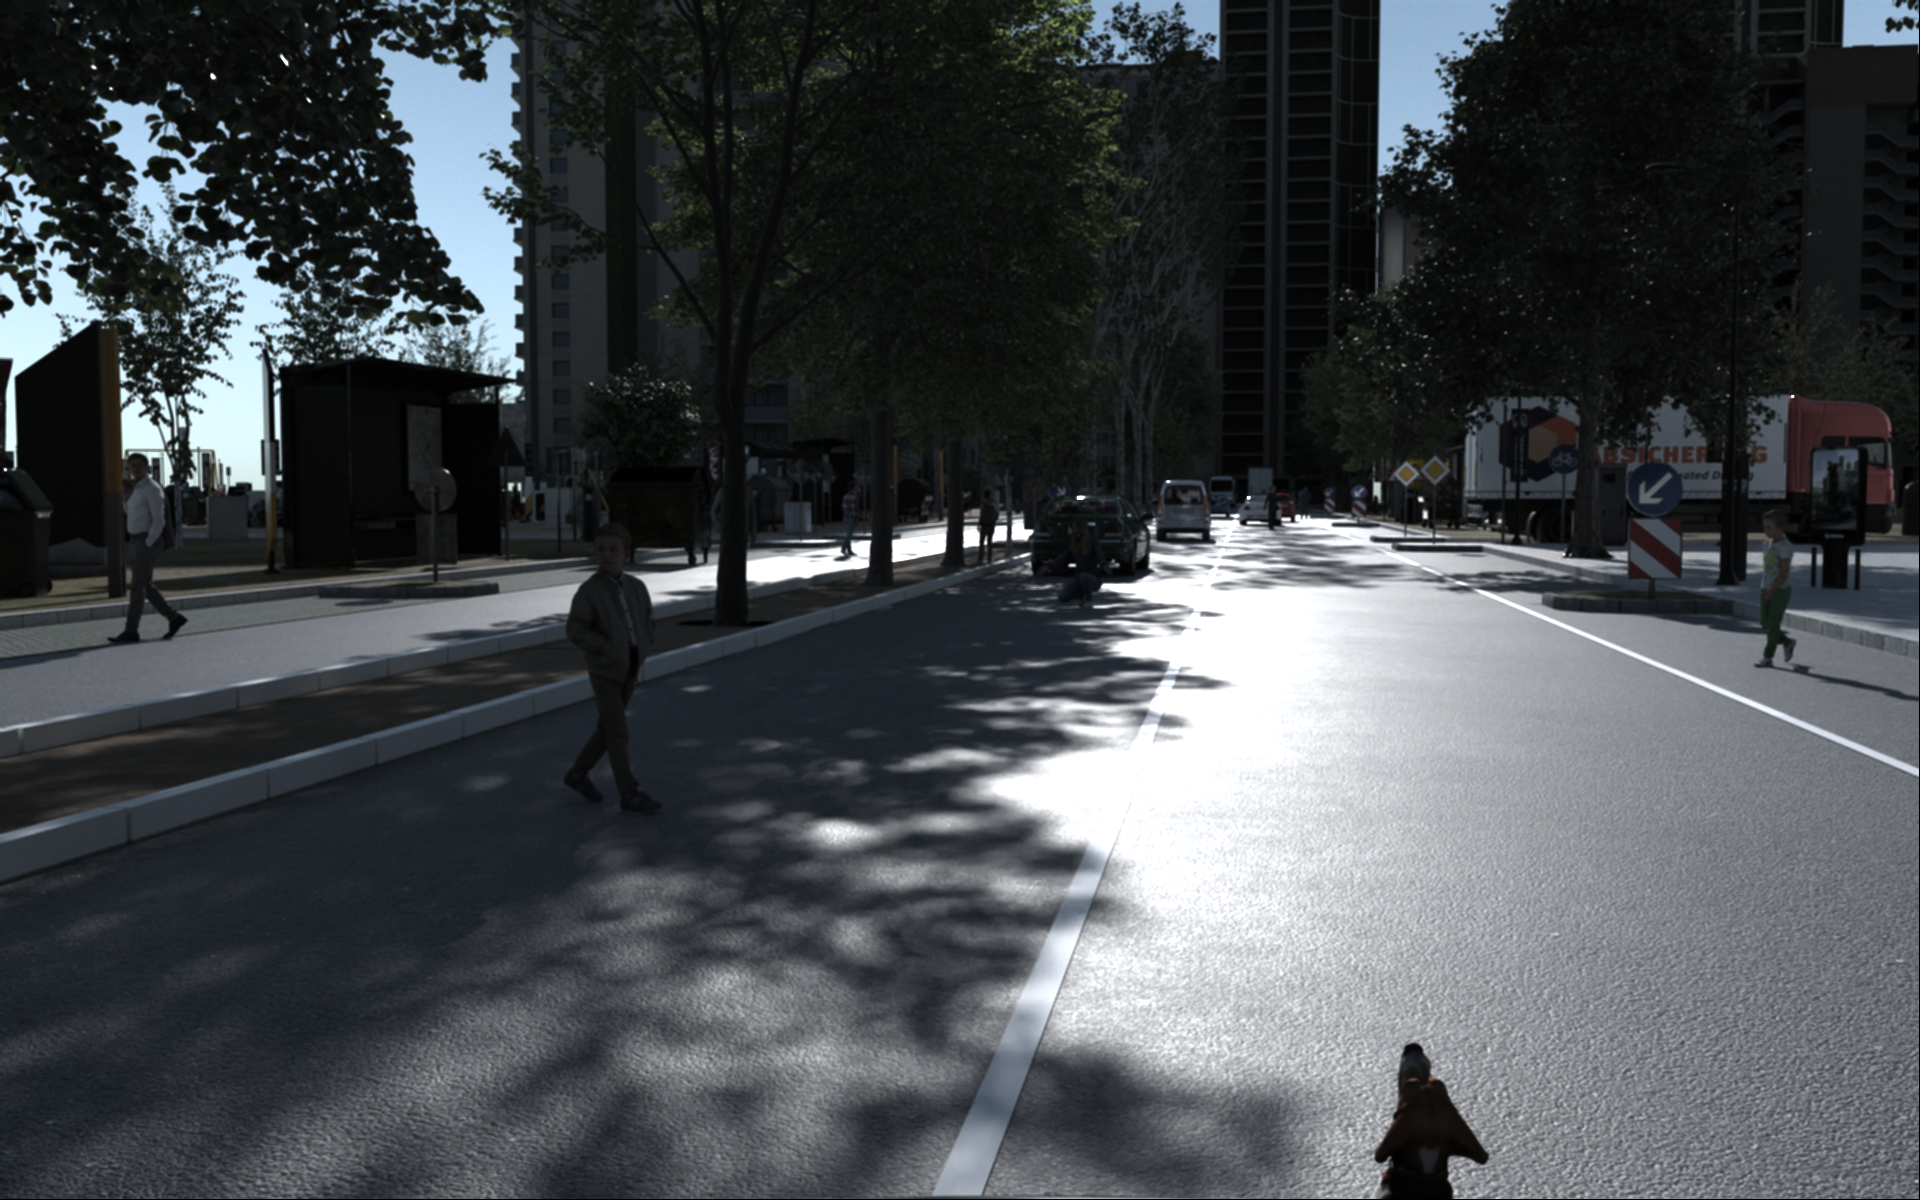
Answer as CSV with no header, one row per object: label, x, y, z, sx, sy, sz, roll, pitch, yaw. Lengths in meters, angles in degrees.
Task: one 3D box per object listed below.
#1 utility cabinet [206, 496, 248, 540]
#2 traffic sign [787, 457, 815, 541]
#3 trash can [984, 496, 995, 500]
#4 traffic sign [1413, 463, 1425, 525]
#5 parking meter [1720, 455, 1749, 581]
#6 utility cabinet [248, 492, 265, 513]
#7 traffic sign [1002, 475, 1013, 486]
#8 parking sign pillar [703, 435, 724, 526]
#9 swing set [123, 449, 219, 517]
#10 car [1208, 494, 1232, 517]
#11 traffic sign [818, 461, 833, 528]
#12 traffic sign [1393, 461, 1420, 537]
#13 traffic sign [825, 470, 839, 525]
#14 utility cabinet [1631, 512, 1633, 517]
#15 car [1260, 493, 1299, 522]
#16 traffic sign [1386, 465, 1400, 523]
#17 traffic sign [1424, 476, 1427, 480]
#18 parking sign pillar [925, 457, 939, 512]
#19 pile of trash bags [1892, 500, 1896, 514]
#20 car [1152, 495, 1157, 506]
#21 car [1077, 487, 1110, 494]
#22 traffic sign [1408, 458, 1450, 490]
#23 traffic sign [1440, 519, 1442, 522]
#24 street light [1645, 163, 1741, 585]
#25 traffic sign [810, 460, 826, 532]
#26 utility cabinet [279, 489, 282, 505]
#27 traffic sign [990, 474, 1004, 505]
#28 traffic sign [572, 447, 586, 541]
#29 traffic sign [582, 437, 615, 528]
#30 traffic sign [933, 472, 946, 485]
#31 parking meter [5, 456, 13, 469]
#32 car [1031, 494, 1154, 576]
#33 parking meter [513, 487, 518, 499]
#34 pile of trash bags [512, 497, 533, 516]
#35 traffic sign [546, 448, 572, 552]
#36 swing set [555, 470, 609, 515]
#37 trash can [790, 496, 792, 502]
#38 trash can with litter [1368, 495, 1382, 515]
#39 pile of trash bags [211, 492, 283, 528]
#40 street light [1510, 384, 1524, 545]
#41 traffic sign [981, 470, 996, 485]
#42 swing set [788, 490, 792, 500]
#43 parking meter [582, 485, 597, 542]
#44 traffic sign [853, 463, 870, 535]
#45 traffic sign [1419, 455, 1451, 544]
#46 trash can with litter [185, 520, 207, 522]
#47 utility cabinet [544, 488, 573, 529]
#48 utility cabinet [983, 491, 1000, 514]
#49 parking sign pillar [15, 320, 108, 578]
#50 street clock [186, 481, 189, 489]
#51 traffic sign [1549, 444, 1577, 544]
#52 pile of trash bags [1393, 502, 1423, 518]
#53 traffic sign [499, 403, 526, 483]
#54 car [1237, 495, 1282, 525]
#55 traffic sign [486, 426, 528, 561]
utility cabinet,-20.457,-2.273,48.332,1.020,1.237,0.306,-3,5,-39
traffic sign,-4.308,-2.648,46.930,0.795,2.450,0.064,1,4,9
trash can,2.363,-7.210,129.531,0.748,1.137,0.748,0,3,0
traffic sign,18.954,-4.414,72.165,0.884,2.594,0.081,1,4,17
parking meter,11.434,-1.215,25.573,0.399,1.863,0.255,-3,5,-43
utility cabinet,-44.231,-6.148,109.204,1.173,1.500,0.318,-1,4,-10
traffic sign,3.087,-6.876,112.527,0.768,2.556,0.104,1,4,10
parking sign pillar,-9.691,-4.983,69.949,1.447,3.967,1.447,0,4,-6
swing set,-27.671,-3.879,61.037,3.119,2.851,2.862,-1,4,-13
car,16.356,-6.029,110.570,2.014,1.417,4.499,1,4,9
traffic sign,-5.222,-4.027,65.950,0.768,2.556,0.104,1,4,16
traffic sign,13.411,-2.963,52.092,0.795,2.450,0.064,1,4,9
traffic sign,-5.364,-4.291,71.336,0.795,2.450,0.064,1,4,12
utility cabinet,25.635,-3.455,65.170,1.173,1.500,0.318,2,4,34
car,16.468,-4.934,89.708,2.155,1.783,4.494,1,4,11
traffic sign,19.482,-4.738,77.470,0.884,2.594,0.081,1,4,16
traffic sign,26.441,-5.941,97.247,0.768,2.556,0.104,1,4,11
parking sign pillar,-2.220,-8.425,126.224,1.447,3.967,1.447,1,4,13
pile of trash bags,57.938,-6.161,110.482,3.447,1.369,1.912,3,5,41
car,20.851,-10.412,182.600,2.083,1.381,4.827,1,4,9
car,7.545,-5.497,98.555,2.281,1.827,5.304,1,4,11
traffic sign,26.395,-6.346,97.628,2.265,3.308,0.079,1,4,13
traffic sign,21.808,-4.791,78.447,0.768,2.556,0.104,1,4,19
street light,10.318,-3.172,24.396,1.470,5.913,1.316,1,4,9
traffic sign,-4.933,-3.537,59.012,0.795,2.450,0.064,1,4,15
utility cabinet,-39.194,-5.591,100.087,0.318,1.500,1.173,-2,4,-34
traffic sign,2.315,-6.663,108.936,0.884,2.594,0.081,1,4,19
traffic sign,-10.528,-2.885,47.275,0.768,2.556,0.104,1,4,15
traffic sign,-8.018,-2.339,38.346,0.768,2.556,0.104,1,4,11
traffic sign,-1.139,-5.939,97.201,0.768,2.556,0.104,1,4,19
parking meter,-14.195,-1.220,25.657,0.399,1.863,0.255,3,5,41
car,2.459,-1.236,32.011,2.131,1.459,4.920,1,4,11
parking meter,-33.524,-7.640,130.629,0.399,1.863,0.255,0,4,-8
pile of trash bags,-25.473,-5.709,103.096,3.447,1.369,1.912,1,4,22
traffic sign,-8.839,-2.205,38.174,0.606,2.300,0.079,1,4,13
swing set,-19.445,-5.520,87.871,2.862,2.851,3.119,0,4,6
trash can,-11.654,-6.766,122.272,0.748,1.137,0.748,0,3,0
trash can with litter,24.934,-5.724,104.648,1.678,1.210,2.233,2,4,25
pile of trash bags,-27.130,-3.447,66.114,1.912,1.369,3.447,2,4,24
street light,13.579,-4.359,43.813,1.470,5.913,1.316,1,4,9
traffic sign,1.548,-5.817,95.108,0.884,2.594,0.081,1,4,10
swing set,-7.637,-5.611,89.360,2.862,2.851,3.119,0,4,6
parking meter,-10.005,-2.347,46.778,0.372,1.533,0.369,0,3,0
traffic sign,-3.010,-3.129,54.809,0.795,2.450,0.064,1,4,9
traffic sign,12.112,-2.481,44.213,0.795,2.450,0.064,1,4,9
trash can with litter,-34.954,-4.133,78.629,1.678,1.210,2.233,1,4,18
utility cabinet,-14.477,-3.306,62.732,1.173,1.500,0.318,2,4,26
utility cabinet,2.061,-6.362,112.695,1.173,1.500,0.318,3,5,44
parking sign pillar,-13.984,-2.361,27.074,1.447,3.967,1.447,0,4,-1
street clock,-41.894,-5.440,93.517,0.358,2.002,0.471,3,5,44
traffic sign,15.484,-2.711,44.427,0.768,2.556,0.104,1,4,11
pile of trash bags,23.633,-4.910,90.035,1.912,1.369,3.447,1,4,9
traffic sign,-10.846,-2.763,39.046,2.265,3.308,0.079,1,4,14
car,14.003,-4.187,80.815,2.083,1.381,4.827,0,4,8
traffic sign,-8.719,-2.036,33.301,0.884,2.594,0.081,1,4,16
